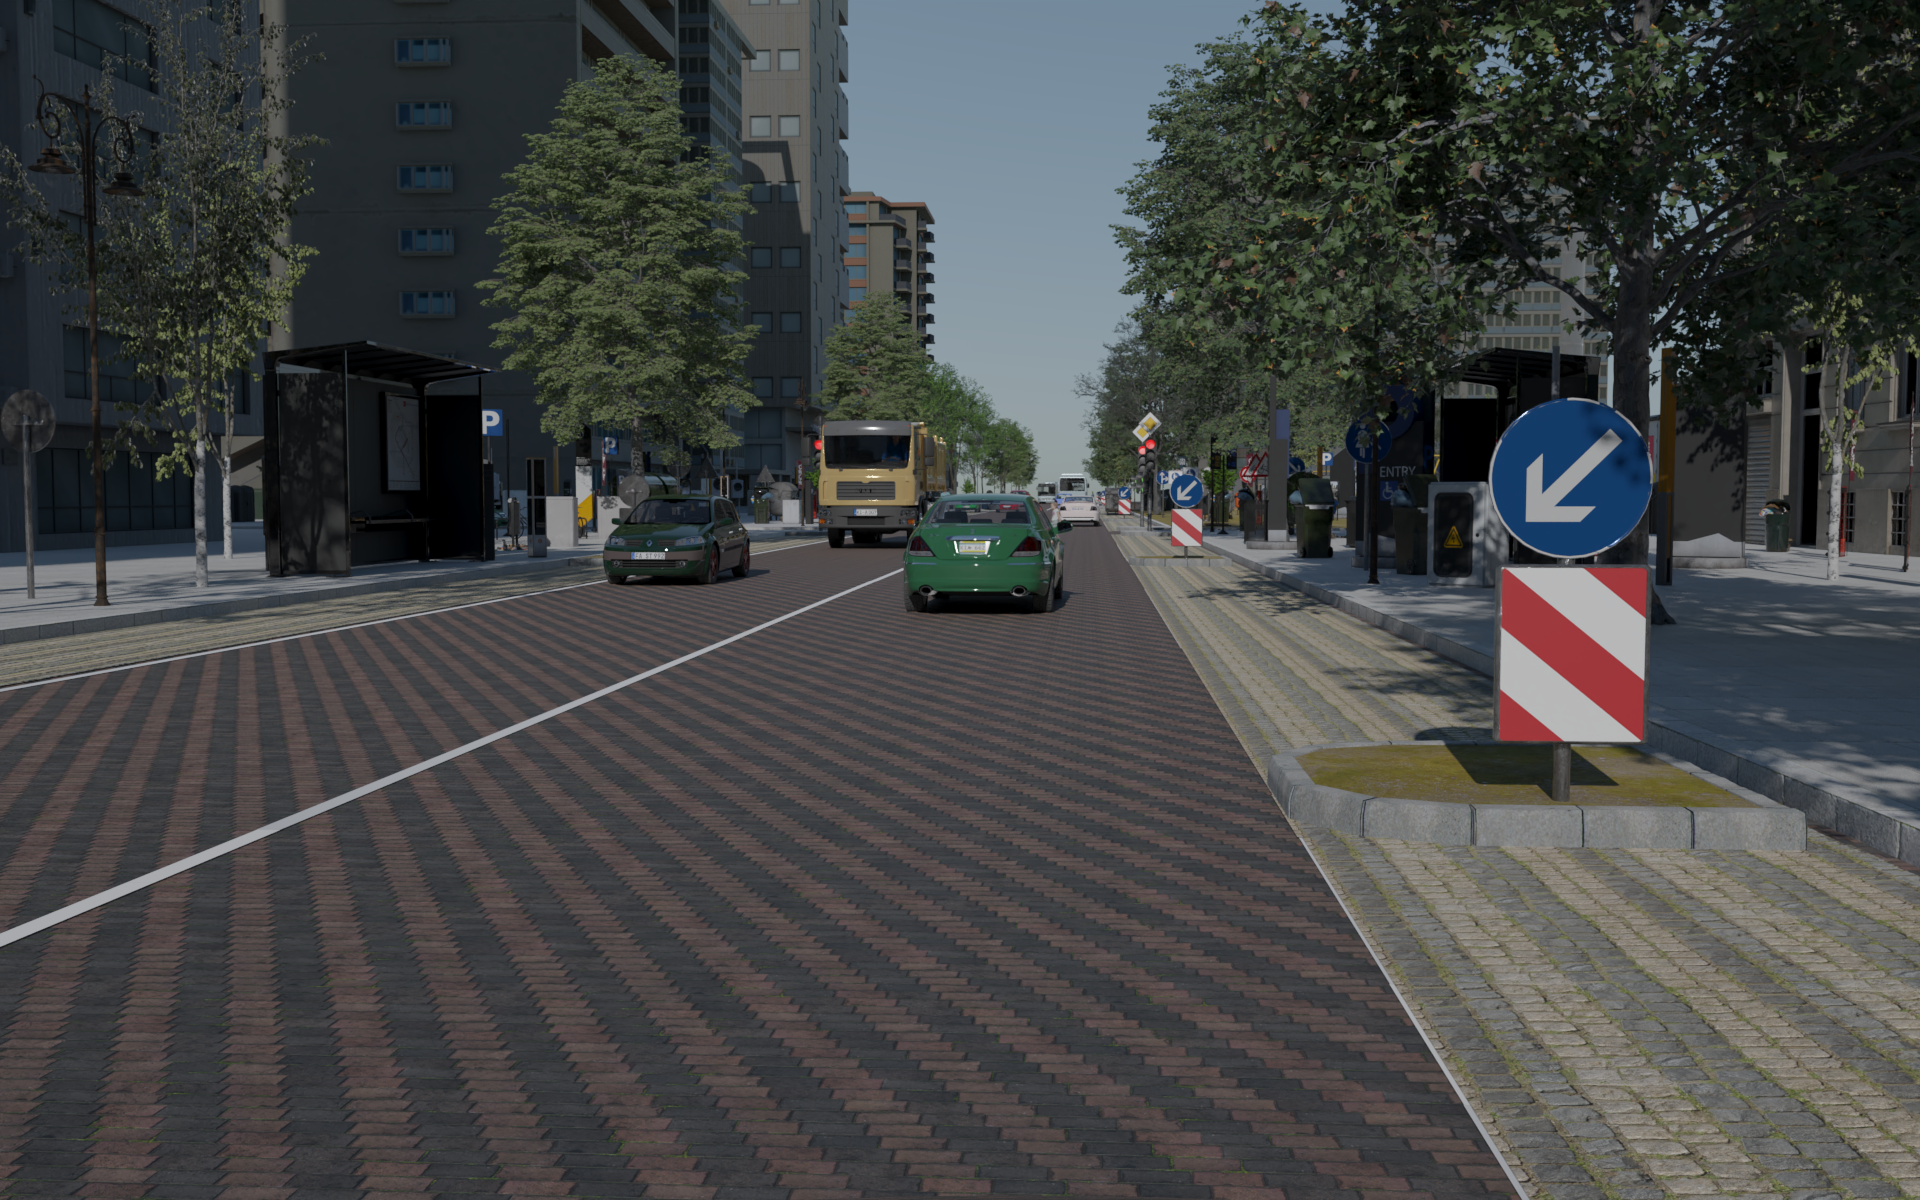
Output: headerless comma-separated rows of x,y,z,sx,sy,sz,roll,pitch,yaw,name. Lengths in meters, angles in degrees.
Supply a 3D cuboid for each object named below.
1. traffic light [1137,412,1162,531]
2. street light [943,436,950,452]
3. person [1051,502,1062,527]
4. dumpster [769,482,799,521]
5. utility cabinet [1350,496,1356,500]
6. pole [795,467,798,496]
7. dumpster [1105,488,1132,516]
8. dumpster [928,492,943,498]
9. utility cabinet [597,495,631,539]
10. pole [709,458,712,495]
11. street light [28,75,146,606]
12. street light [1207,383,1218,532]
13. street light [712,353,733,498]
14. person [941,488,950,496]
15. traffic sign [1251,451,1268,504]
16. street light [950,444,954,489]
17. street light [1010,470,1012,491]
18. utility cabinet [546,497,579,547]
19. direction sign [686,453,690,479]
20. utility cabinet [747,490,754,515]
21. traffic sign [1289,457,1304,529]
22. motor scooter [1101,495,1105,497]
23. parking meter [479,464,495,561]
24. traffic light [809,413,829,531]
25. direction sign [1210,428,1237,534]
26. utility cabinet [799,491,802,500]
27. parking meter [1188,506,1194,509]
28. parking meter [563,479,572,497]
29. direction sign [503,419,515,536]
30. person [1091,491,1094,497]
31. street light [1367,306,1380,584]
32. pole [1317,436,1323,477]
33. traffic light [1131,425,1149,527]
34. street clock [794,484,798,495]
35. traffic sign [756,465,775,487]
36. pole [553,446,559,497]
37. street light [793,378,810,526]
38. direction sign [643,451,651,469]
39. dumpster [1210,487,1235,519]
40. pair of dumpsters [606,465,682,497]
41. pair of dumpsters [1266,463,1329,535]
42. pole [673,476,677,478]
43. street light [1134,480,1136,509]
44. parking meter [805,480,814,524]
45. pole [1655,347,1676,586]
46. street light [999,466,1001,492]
6.499,-4.314,59.454,0.839,4.253,0.868,0,4,4,traffic light
-1.308,-10.096,137.853,0.468,5.910,1.993,0,4,4,street light
2.723,-2.135,48.423,0.382,1.210,0.505,-2,4,-26,person
-8.494,-4.725,83.007,1.264,1.857,1.865,0,4,4,dumpster
31.619,-7.869,139.822,1.020,1.237,0.306,2,4,35,utility cabinet
-12.283,-8.323,129.925,0.158,3.312,0.155,0,3,0,pole
10.485,-6.516,114.760,1.865,1.857,1.264,0,4,5,dumpster
-1.784,-7.866,134.362,1.264,1.857,1.865,0,4,4,dumpster
-9.758,-2.325,49.182,1.020,1.237,0.306,1,4,12,utility cabinet
-14.097,-6.364,97.897,0.158,3.312,0.155,0,3,0,pole
-9.847,-2.869,19.698,0.468,5.910,1.993,0,4,4,street light
8.534,-5.238,58.436,0.468,5.910,1.993,0,4,4,street light
-7.345,-4.958,53.846,0.468,5.910,1.993,0,4,4,street light
-0.797,-5.606,100.175,0.660,1.820,0.620,0,4,5,person
9.326,-3.238,52.941,0.884,2.594,0.081,0,4,5,traffic sign
-0.684,-10.547,145.224,0.468,5.910,1.993,0,4,4,street light
7.798,-17.746,262.926,0.468,5.910,1.993,0,4,4,street light
-9.836,-1.901,42.246,1.020,1.237,0.306,1,4,13,utility cabinet
-15.180,-6.403,96.679,0.379,3.537,0.876,-2,4,-24,direction sign
-11.979,-5.741,102.549,1.173,1.500,0.318,0,4,6,utility cabinet
11.429,-3.621,59.308,0.768,2.556,0.104,1,4,10,traffic sign
21.838,-15.361,263.923,0.815,1.314,1.986,0,4,3,motor scooter
-9.183,-1.696,33.440,0.255,1.863,0.399,-3,5,-41,parking meter
-4.833,-4.363,60.258,0.839,4.253,0.868,0,4,4,traffic light
8.376,-3.857,55.053,0.876,3.537,0.379,-1,4,-11,direction sign
-11.623,-7.250,127.213,0.318,1.500,1.173,0,4,-4,utility cabinet
12.829,-5.373,96.254,0.372,1.533,0.369,0,3,0,parking meter
-15.549,-3.850,68.663,0.255,1.863,0.399,0,4,-1,parking meter
-13.723,-3.708,52.616,0.379,3.537,0.876,-1,4,-18,direction sign
19.237,-14.856,251.384,0.705,1.826,1.348,-1,4,-20,person
5.917,-3.169,24.609,0.468,5.910,1.993,0,4,4,street light
12.413,-4.032,59.760,0.158,3.312,0.155,0,3,0,pole
7.078,-4.801,67.418,0.839,4.253,0.868,0,4,4,traffic light
-11.407,-7.083,120.371,0.358,2.002,0.471,-1,4,-15,street clock
-8.701,-4.736,77.435,0.884,2.594,0.081,1,4,8,traffic sign
-17.157,-4.877,73.574,0.158,3.312,0.155,0,3,0,pole
-6.282,-5.889,69.072,0.468,5.910,1.993,0,4,4,street light
-16.655,-6.120,92.054,0.379,3.537,0.876,-3,5,-39,direction sign
13.348,-5.055,88.410,1.264,1.857,1.865,0,4,4,dumpster
-10.304,-3.302,56.483,1.574,2.255,4.437,0,4,4,pair of dumpsters
10.864,-3.263,55.851,1.574,2.255,4.437,0,4,4,pair of dumpsters
-14.994,-5.952,91.158,0.158,3.312,0.155,0,3,0,pole
15.184,-10.862,150.388,0.468,5.910,1.993,0,4,4,street light
-6.382,-4.145,73.487,0.255,1.863,0.399,1,4,17,parking meter
9.884,-1.858,24.224,0.158,3.312,0.155,0,3,0,pole
5.314,-15.621,228.198,0.468,5.910,1.993,0,4,4,street light
